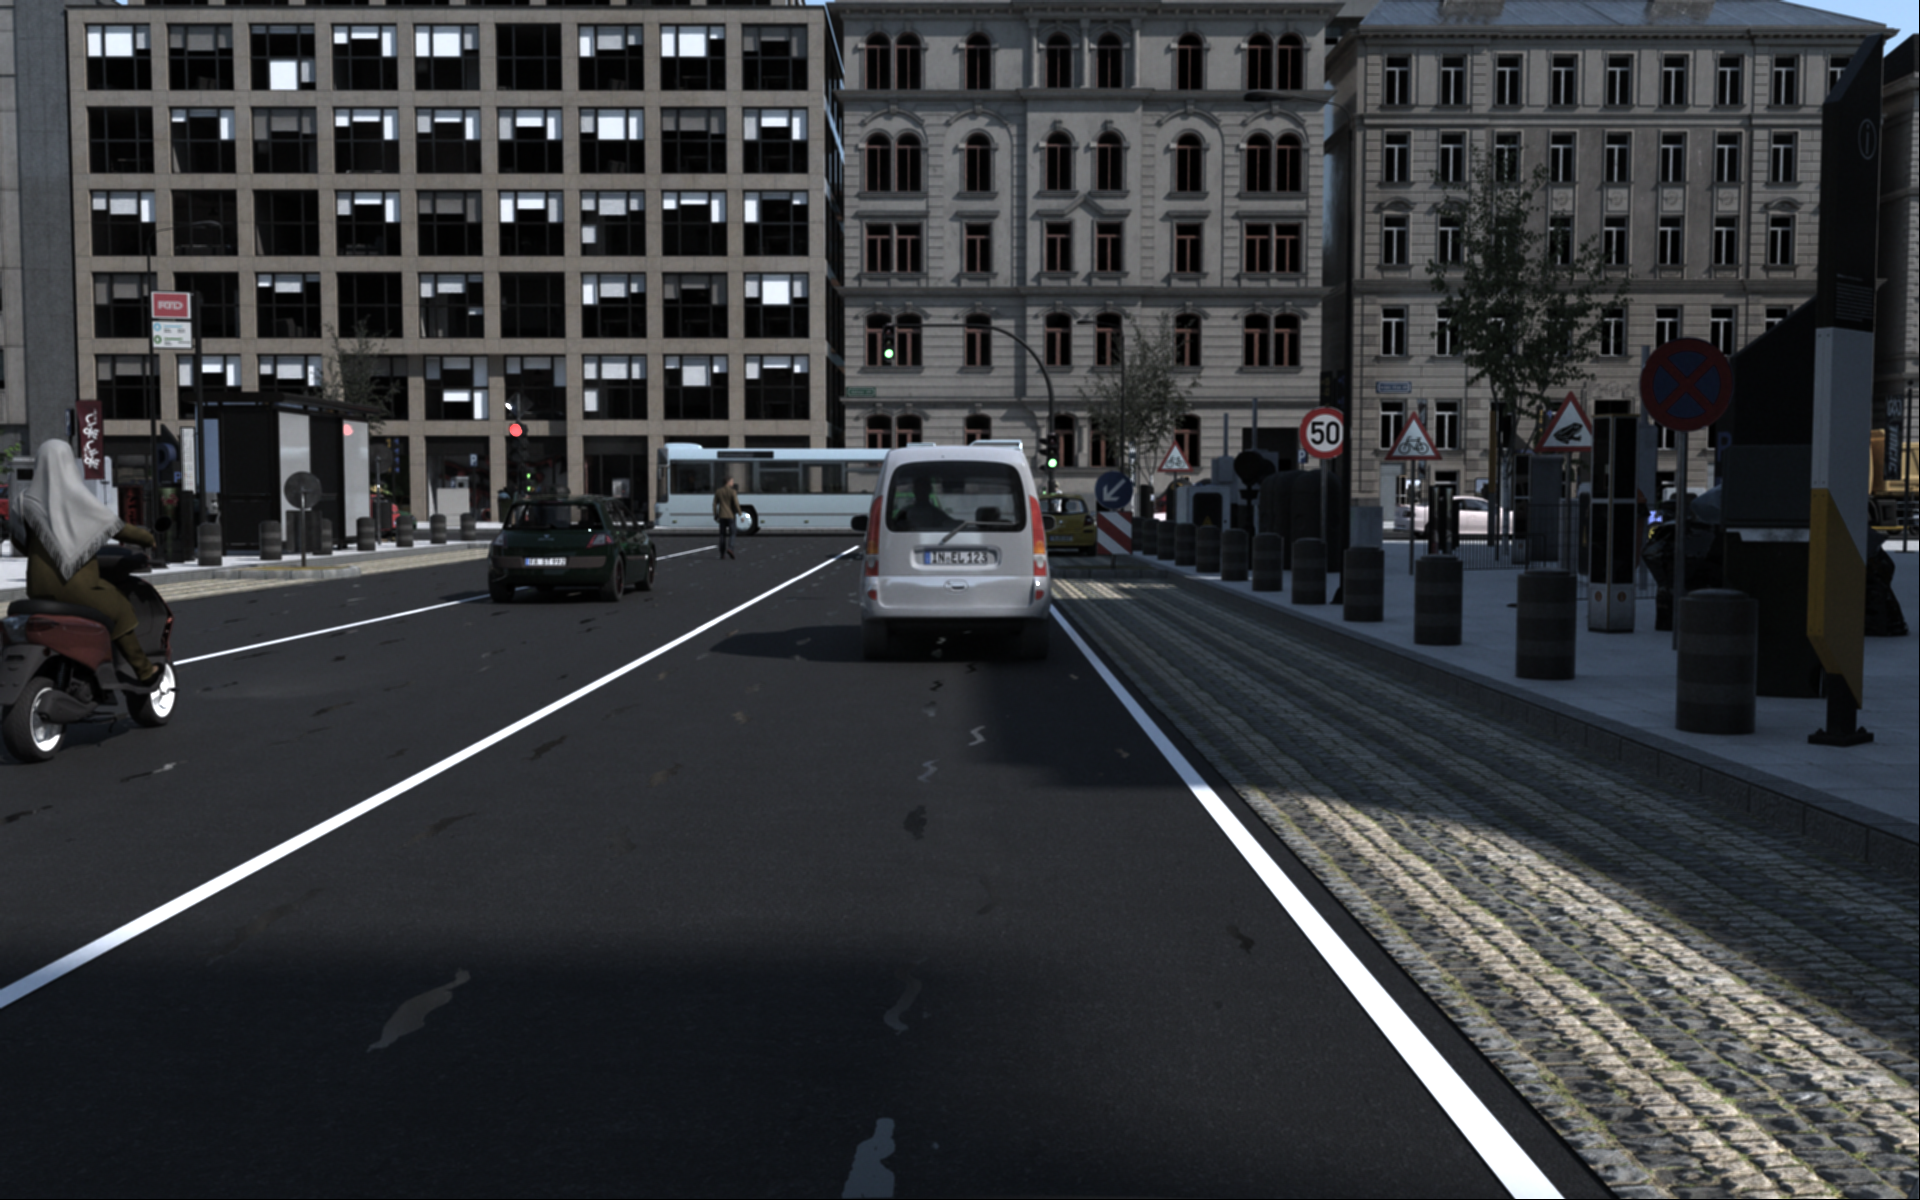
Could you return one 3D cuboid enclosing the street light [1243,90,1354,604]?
[{"bbox_3d":[3.955,-2.907,20.075,1.470,5.913,1.316,0,3,0],"label":"street light"}]

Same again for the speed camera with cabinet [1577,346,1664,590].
[{"bbox_3d":[9.062,-1.810,23.935,0.660,3.252,2.038,0,4,7],"label":"speed camera with cabinet"}]

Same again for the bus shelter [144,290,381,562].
[{"bbox_3d":[-14.873,-3.626,36.924,2.179,5.291,8.768,0,4,0],"label":"bus shelter"}]

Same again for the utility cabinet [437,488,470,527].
[{"bbox_3d":[-19.663,-3.581,67.227,1.173,1.500,0.318,0,4,-6],"label":"utility cabinet"}]

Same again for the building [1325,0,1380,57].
[{"bbox_3d":[33.076,-34.630,155.435,28.713,52.752,27.495,0,3,0],"label":"building"}]

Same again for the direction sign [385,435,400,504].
[{"bbox_3d":[-22.060,-4.610,67.373,0.379,3.537,0.876,1,4,16],"label":"direction sign"}]

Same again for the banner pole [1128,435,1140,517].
[{"bbox_3d":[7.347,-5.057,72.703,0.863,3.779,0.401,-3,5,-42],"label":"banner pole"}]

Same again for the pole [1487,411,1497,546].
[{"bbox_3d":[13.058,-2.974,42.468,0.158,3.312,0.155,0,3,0],"label":"pole"}]

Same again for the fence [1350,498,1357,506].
[{"bbox_3d":[9.418,-1.913,42.482,0.480,1.192,2.264,0,4,-4],"label":"fence"}]

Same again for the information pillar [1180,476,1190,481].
[{"bbox_3d":[9.233,-4.071,71.058,0.304,2.012,0.304,-1,4,-13],"label":"information pillar"}]

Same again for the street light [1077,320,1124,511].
[{"bbox_3d":[3.802,-4.508,46.252,1.470,5.913,1.316,0,3,0],"label":"street light"}]

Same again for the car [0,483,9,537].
[{"bbox_3d":[-30.019,-2.978,57.371,5.304,1.827,2.281,0,4,2],"label":"car"}]

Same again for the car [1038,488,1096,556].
[{"bbox_3d":[2.271,-1.884,41.025,2.015,1.641,3.980,0,4,0],"label":"car"}]

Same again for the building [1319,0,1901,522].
[{"bbox_3d":[30.266,-17.625,85.427,25.104,27.353,12.463,0,3,0],"label":"building"}]

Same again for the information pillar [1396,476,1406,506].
[{"bbox_3d":[17.787,-3.999,69.883,0.304,2.012,0.304,-1,4,-19],"label":"information pillar"}]

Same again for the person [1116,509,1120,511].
[{"bbox_3d":[4.891,-2.681,53.795,0.566,1.644,0.517,-3,5,-42],"label":"person"}]

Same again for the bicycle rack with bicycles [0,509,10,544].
[{"bbox_3d":[-23.419,-1.843,43.519,2.925,0.926,2.852,1,4,14],"label":"bicycle rack with bicycles"}]

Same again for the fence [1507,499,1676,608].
[{"bbox_3d":[7.386,-0.525,19.785,2.264,1.192,0.480,-1,4,-16],"label":"fence"}]

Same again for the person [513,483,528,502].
[{"bbox_3d":[-15.280,-3.147,59.930,0.794,1.824,0.713,-3,4,-36],"label":"person"}]

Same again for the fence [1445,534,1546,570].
[{"bbox_3d":[7.997,-0.639,25.831,2.069,0.683,0.278,-2,4,-27],"label":"fence"}]

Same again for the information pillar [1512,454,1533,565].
[{"bbox_3d":[10.263,-1.658,31.601,0.304,2.012,0.304,2,4,25],"label":"information pillar"}]

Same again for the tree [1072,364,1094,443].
[{"bbox_3d":[7.346,-7.692,76.134,4.360,8.622,3.978,0,3,0],"label":"tree"}]

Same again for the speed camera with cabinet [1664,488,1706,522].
[{"bbox_3d":[19.072,-3.051,44.223,2.038,3.252,0.660,1,4,17],"label":"speed camera with cabinet"}]

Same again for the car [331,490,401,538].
[{"bbox_3d":[-20.130,-2.819,55.134,4.494,1.783,2.155,0,3,0],"label":"car"}]

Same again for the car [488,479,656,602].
[{"bbox_3d":[-5.388,-0.893,24.385,2.009,1.686,4.222,0,4,-1],"label":"car"}]

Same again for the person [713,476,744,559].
[{"bbox_3d":[-5.119,-1.828,38.293,0.656,1.842,0.836,-1,4,-15],"label":"person"}]

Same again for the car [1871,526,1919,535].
[{"bbox_3d":[31.827,-3.092,60.782,3.980,1.641,2.015,0,4,-1],"label":"car"}]

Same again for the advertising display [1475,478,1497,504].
[{"bbox_3d":[20.966,-3.894,68.887,0.974,1.923,0.123,2,4,31],"label":"advertising display"}]

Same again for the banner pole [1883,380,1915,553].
[{"bbox_3d":[20.698,-2.946,38.183,0.401,3.779,0.863,-1,4,-19],"label":"banner pole"}]

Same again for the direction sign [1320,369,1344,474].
[{"bbox_3d":[6.857,-2.434,31.798,0.379,3.537,0.876,-1,4,-23],"label":"direction sign"}]

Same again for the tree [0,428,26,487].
[{"bbox_3d":[-14.917,-1.919,25.975,1.663,3.219,1.824,0,3,0],"label":"tree"}]

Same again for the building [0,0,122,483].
[{"bbox_3d":[-50.313,-16.309,84.677,19.932,24.808,12.078,0,3,0],"label":"building"}]

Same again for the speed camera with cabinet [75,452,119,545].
[{"bbox_3d":[-21.123,-2.978,43.030,0.660,3.252,2.038,0,4,5],"label":"speed camera with cabinet"}]

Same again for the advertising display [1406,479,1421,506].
[{"bbox_3d":[19.056,-4.163,73.279,0.974,1.923,0.123,-1,4,-18],"label":"advertising display"}]

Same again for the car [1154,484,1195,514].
[{"bbox_3d":[9.519,-3.269,62.120,5.304,1.827,2.281,0,4,1],"label":"car"}]

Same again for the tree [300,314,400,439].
[{"bbox_3d":[-25.127,-7.405,71.427,4.360,8.622,3.978,0,3,0],"label":"tree"}]

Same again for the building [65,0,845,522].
[{"bbox_3d":[-23.178,-17.346,88.130,34.151,26.468,19.350,0,3,0],"label":"building"}]

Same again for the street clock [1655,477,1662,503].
[{"bbox_3d":[28.789,-4.106,71.702,0.471,2.002,0.358,1,4,19],"label":"street clock"}]

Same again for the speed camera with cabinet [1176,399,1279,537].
[{"bbox_3d":[5.504,-2.525,35.625,2.038,3.252,0.660,-1,4,-16],"label":"speed camera with cabinet"}]

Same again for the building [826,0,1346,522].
[{"bbox_3d":[5.678,-18.253,85.818,23.554,28.519,14.401,0,3,0],"label":"building"}]

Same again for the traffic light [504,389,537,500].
[{"bbox_3d":[-11.784,-3.513,46.364,0.839,4.253,0.868,0,3,0],"label":"traffic light"}]

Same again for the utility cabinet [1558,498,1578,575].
[{"bbox_3d":[9.544,-0.908,26.008,1.020,1.237,0.306,1,4,10],"label":"utility cabinet"}]

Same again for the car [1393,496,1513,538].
[{"bbox_3d":[16.293,-2.624,55.259,4.827,1.381,2.083,0,4,0],"label":"car"}]

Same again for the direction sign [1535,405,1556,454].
[{"bbox_3d":[14.948,-3.205,44.403,0.379,3.537,0.876,3,5,43],"label":"direction sign"}]

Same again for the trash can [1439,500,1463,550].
[{"bbox_3d":[11.192,-1.729,39.926,0.748,1.137,0.748,0,3,0],"label":"trash can"}]

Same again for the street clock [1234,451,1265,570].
[{"bbox_3d":[4.879,-1.509,29.238,0.471,2.002,0.358,2,4,31],"label":"street clock"}]

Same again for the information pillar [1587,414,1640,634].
[{"bbox_3d":[6.045,-0.705,16.027,0.304,2.012,0.304,-1,4,-17],"label":"information pillar"}]

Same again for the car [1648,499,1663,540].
[{"bbox_3d":[20.811,-2.459,49.789,3.694,1.707,1.945,0,3,0],"label":"car"}]

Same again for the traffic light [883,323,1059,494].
[{"bbox_3d":[0.336,-4.379,46.261,4.771,5.953,1.251,0,3,0],"label":"traffic light"}]

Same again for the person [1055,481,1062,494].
[{"bbox_3d":[2.958,-2.754,53.414,0.514,1.842,0.818,2,4,30],"label":"person"}]

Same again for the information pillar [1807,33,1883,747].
[{"bbox_3d":[4.487,-1.066,8.784,0.504,3.616,0.183,-3,5,-40],"label":"information pillar"}]

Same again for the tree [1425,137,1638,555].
[{"bbox_3d":[11.507,-5.237,35.984,4.737,8.622,4.395,0,3,0],"label":"tree"}]

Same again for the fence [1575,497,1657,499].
[{"bbox_3d":[17.654,-2.167,46.641,2.264,1.192,0.480,0,4,8],"label":"fence"}]

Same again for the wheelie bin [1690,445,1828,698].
[{"bbox_3d":[5.224,-0.199,11.158,0.980,1.594,0.693,2,4,26],"label":"wheelie bin"}]

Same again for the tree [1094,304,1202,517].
[{"bbox_3d":[7.465,-7.185,67.843,4.360,8.622,3.978,0,3,0],"label":"tree"}]

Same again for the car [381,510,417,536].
[{"bbox_3d":[-20.856,-2.859,58.547,4.920,1.459,2.131,0,4,1],"label":"car"}]

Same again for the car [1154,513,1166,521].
[{"bbox_3d":[7.251,-2.308,50.099,4.827,1.381,2.083,0,4,1],"label":"car"}]

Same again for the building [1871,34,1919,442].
[{"bbox_3d":[52.791,-15.625,84.350,19.941,23.489,11.050,0,3,0],"label":"building"}]
